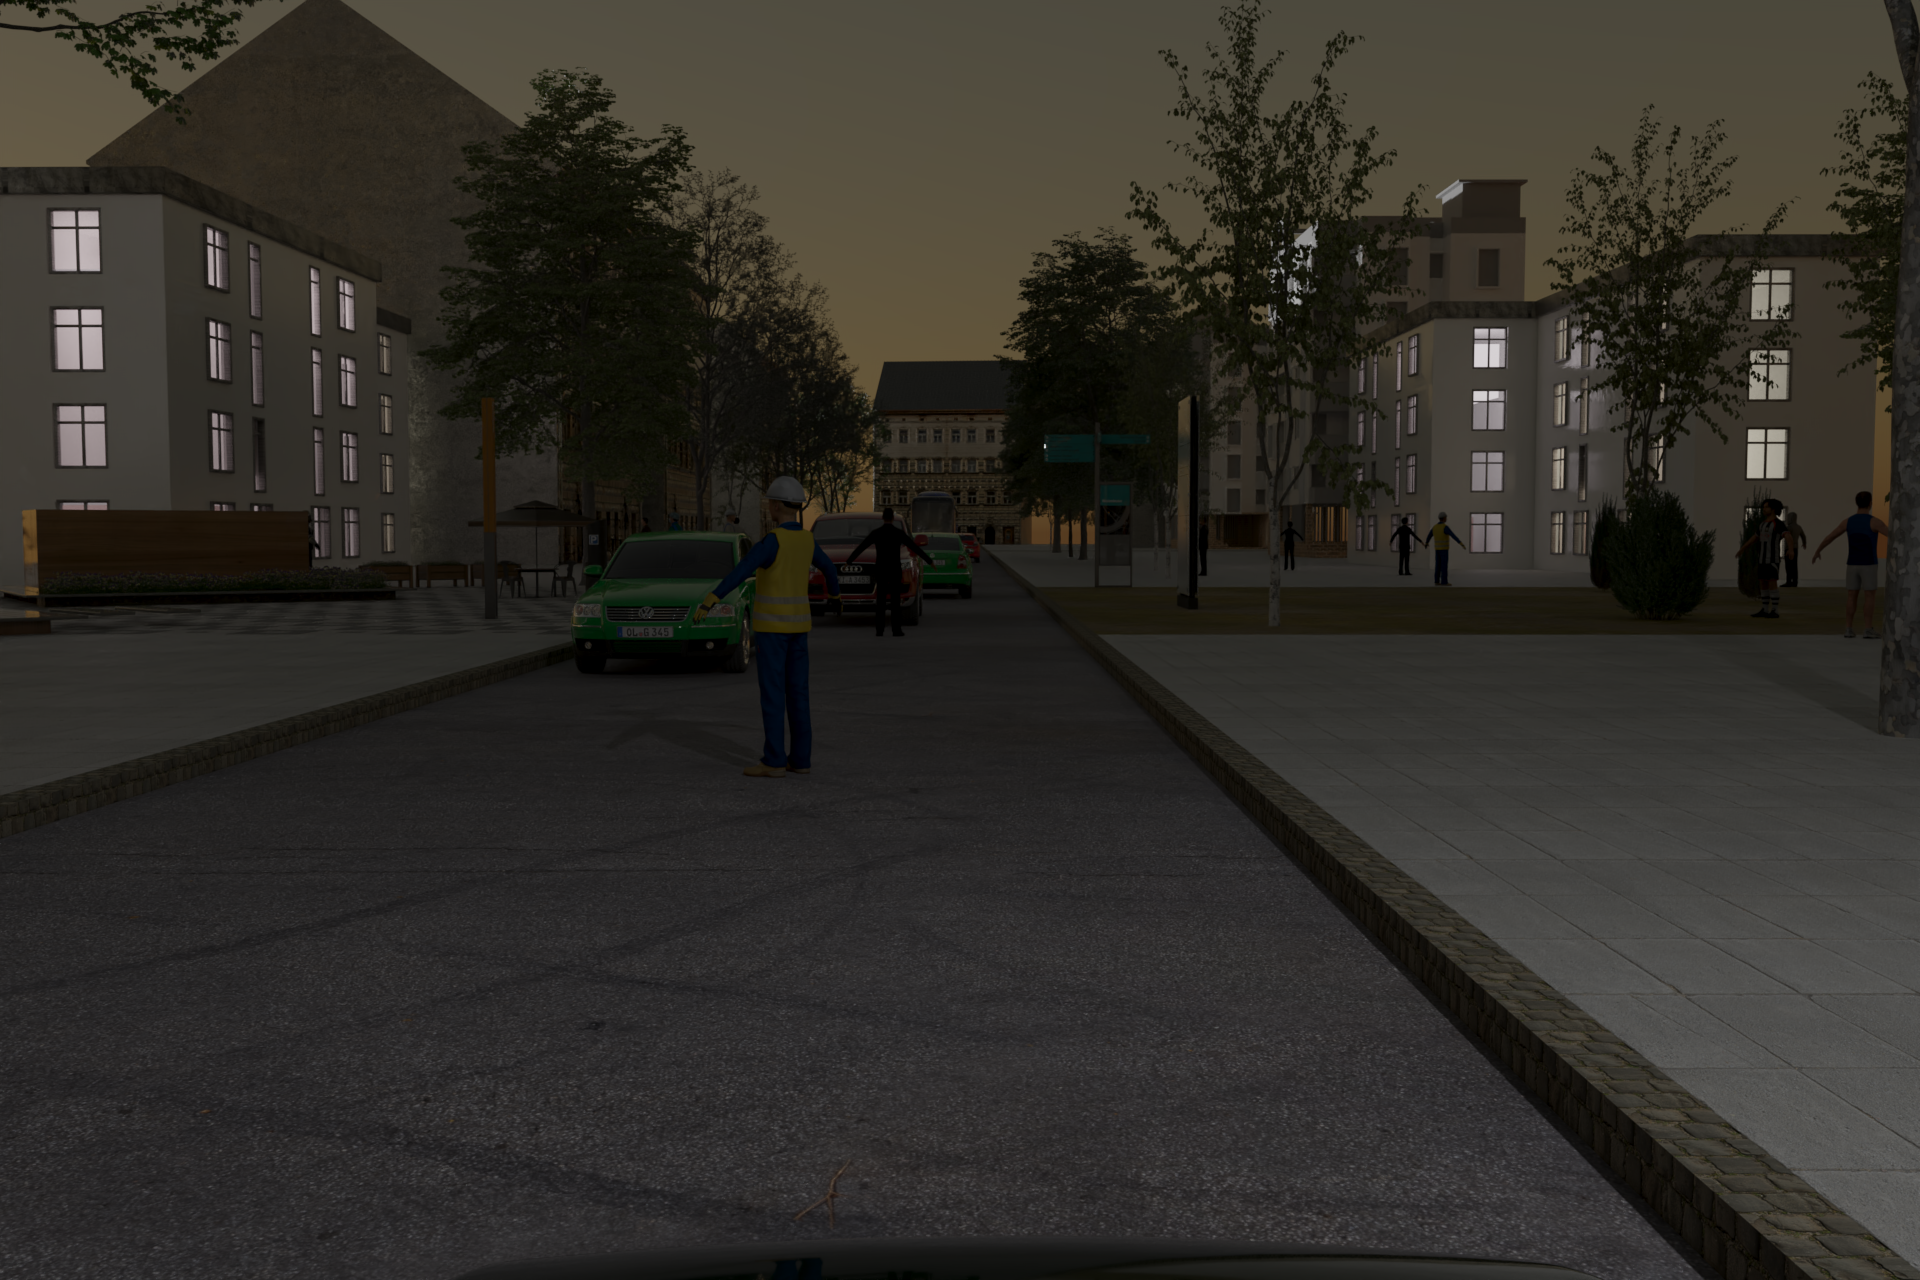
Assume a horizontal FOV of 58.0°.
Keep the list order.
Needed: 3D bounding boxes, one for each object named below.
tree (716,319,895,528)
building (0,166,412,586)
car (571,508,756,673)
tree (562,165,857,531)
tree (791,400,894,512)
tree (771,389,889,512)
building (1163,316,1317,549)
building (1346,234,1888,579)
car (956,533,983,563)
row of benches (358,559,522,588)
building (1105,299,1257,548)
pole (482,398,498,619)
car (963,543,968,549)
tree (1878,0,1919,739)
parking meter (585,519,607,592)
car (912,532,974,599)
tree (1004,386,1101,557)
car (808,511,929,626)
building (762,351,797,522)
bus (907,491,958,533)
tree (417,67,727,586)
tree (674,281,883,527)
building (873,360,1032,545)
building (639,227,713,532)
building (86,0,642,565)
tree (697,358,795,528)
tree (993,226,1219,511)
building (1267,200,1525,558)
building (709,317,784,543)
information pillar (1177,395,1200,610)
[{"bbox_3d":[-8.817,-11.409,96.910,12.009,13.543,11.850,0,3,0],"label":"tree"},{"bbox_3d":[-22.431,-6.830,53.822,9.099,9.664,28.070,0,4,1],"label":"building"},{"bbox_3d":[-3.058,-0.639,19.249,1.959,1.807,4.718,0,4,1],"label":"car"},{"bbox_3d":[-8.634,-9.012,57.714,12.009,13.543,11.850,0,3,0],"label":"tree"},{"bbox_3d":[-8.765,-12.376,128.096,9.928,11.665,9.643,0,3,0],"label":"tree"},{"bbox_3d":[-8.408,-11.313,110.727,9.928,11.665,9.643,0,3,0],"label":"tree"},{"bbox_3d":[23.751,-18.419,157.578,16.016,20.090,11.380,0,3,0],"label":"building"},{"bbox_3d":[21.498,-7.372,62.686,9.099,9.664,28.070,0,4,0],"label":"building"},{"bbox_3d":[0.091,-4.811,87.692,2.155,1.783,4.494,0,4,-1],"label":"car"},{"bbox_3d":[-12.570,-1.609,41.764,4.104,0.672,1.422,-3,5,-44],"label":"row of benches"},{"bbox_3d":[24.043,-20.753,170.242,19.493,23.208,18.063,0,4,1],"label":"building"},{"bbox_3d":[-7.068,-1.969,26.033,0.158,3.312,0.155,0,3,0],"label":"pole"},{"bbox_3d":[-0.662,-4.158,80.347,2.083,1.381,4.827,0,4,-1],"label":"car"},{"bbox_3d":[7.539,-9.433,10.114,12.611,20.169,13.585,0,3,0],"label":"tree"},{"bbox_3d":[-6.129,-1.270,29.182,0.372,1.533,0.369,0,3,0],"label":"parking meter"},{"bbox_3d":[-0.642,-1.896,39.791,1.959,1.807,4.718,0,4,-1],"label":"car"},{"bbox_3d":[5.858,-9.872,95.821,7.601,10.594,8.767,-2,4,-28],"label":"tree"},{"bbox_3d":[-1.652,-1.230,28.788,2.281,1.827,5.304,0,4,0],"label":"car"},{"bbox_3d":[-27.236,-19.324,182.401,16.747,18.905,31.486,0,4,1],"label":"building"},{"bbox_3d":[-1.471,-6.828,103.186,2.896,3.916,12.251,0,4,1],"label":"bus"},{"bbox_3d":[-9.512,-7.654,43.277,7.486,12.596,7.792,0,3,0],"label":"tree"},{"bbox_3d":[-8.876,-10.611,83.856,12.009,13.543,11.850,0,3,0],"label":"tree"},{"bbox_3d":[-0.590,-23.534,218.169,18.063,23.208,19.493,0,4,6],"label":"building"},{"bbox_3d":[-24.993,-16.492,100.573,19.493,23.208,18.063,0,4,-1],"label":"building"},{"bbox_3d":[-25.634,-15.197,79.394,19.493,23.208,18.063,0,3,0],"label":"building"},{"bbox_3d":[-9.346,-7.401,71.363,4.360,8.622,3.978,0,3,0],"label":"tree"},{"bbox_3d":[6.217,-10.114,72.025,9.857,13.997,8.962,0,3,0],"label":"tree"},{"bbox_3d":[23.941,-15.184,104.673,16.016,20.090,11.380,0,4,0],"label":"building"},{"bbox_3d":[-26.016,-19.821,155.008,19.493,23.208,18.063,0,4,1],"label":"building"},{"bbox_3d":[3.971,-2.375,30.152,0.184,3.620,1.656,0,4,0],"label":"information pillar"}]
